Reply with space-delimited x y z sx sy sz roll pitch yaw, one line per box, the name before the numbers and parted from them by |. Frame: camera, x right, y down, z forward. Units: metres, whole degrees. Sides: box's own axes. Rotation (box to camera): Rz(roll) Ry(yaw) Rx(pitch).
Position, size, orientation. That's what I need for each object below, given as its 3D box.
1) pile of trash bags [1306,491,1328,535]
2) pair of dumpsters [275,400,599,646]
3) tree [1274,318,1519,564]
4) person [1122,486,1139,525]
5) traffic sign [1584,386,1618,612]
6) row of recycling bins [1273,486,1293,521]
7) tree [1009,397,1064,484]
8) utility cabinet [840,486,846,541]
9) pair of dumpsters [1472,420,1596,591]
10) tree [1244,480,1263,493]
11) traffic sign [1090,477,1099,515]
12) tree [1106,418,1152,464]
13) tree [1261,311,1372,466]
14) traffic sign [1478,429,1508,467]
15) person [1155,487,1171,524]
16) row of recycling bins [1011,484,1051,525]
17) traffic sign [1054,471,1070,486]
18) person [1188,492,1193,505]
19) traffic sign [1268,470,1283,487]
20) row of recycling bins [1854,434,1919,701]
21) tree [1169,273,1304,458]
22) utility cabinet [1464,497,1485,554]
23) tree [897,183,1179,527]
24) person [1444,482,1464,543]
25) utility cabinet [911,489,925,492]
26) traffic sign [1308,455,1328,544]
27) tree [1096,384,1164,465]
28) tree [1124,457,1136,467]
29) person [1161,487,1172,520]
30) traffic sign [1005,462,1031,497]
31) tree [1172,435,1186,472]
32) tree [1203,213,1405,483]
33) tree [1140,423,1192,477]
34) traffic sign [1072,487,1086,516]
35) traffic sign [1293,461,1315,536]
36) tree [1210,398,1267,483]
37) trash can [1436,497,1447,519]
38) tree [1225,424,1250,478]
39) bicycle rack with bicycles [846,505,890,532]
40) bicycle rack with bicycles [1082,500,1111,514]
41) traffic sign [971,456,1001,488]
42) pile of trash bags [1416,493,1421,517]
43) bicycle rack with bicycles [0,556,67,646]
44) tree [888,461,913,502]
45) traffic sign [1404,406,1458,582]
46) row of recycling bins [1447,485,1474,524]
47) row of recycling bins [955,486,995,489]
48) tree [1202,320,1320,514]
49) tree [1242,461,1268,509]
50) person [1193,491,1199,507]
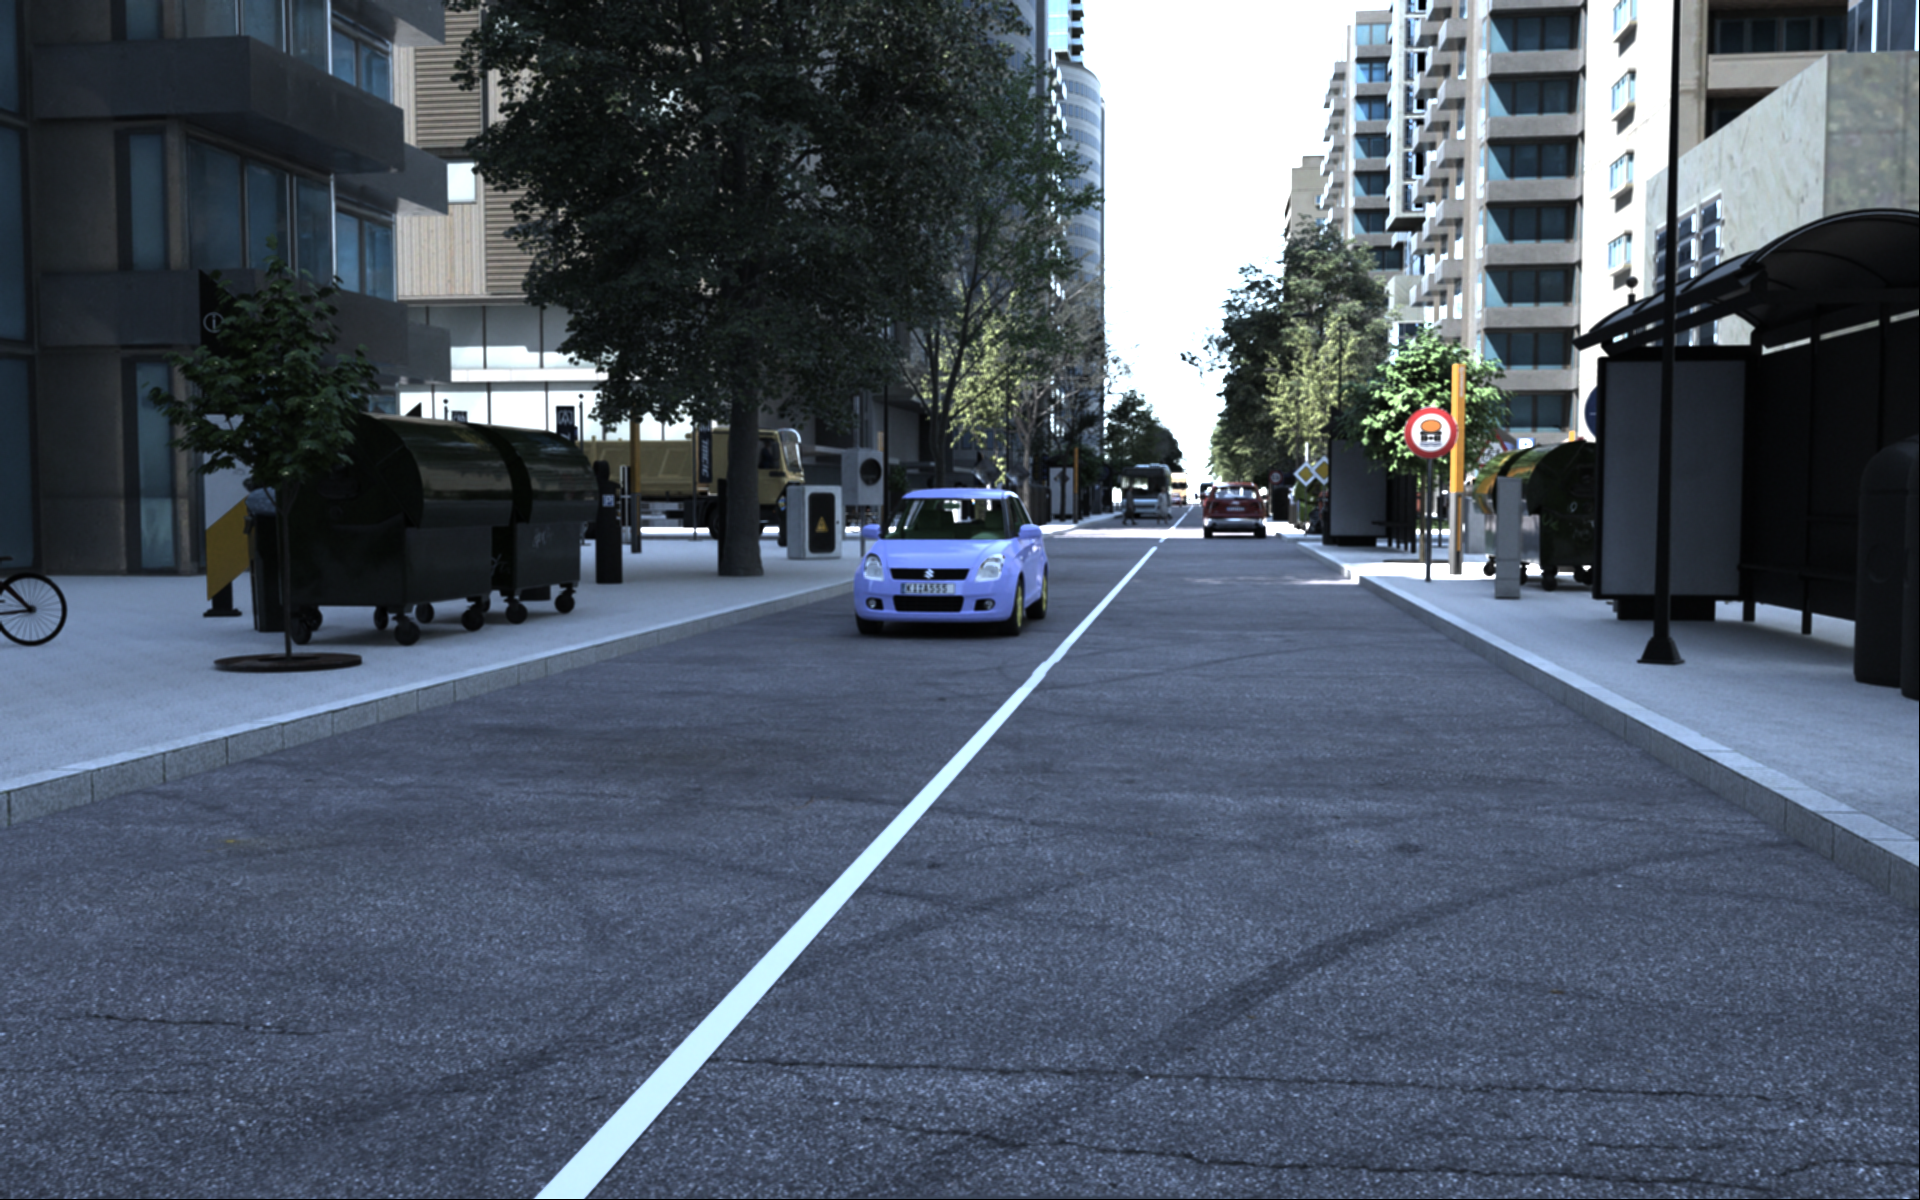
pile of trash bags | 11.830 -2.758 54.846 1.912 1.369 3.447 1 4 21
pair of dumpsters | -4.933 -0.865 16.633 1.574 2.255 4.437 0 4 8
tree | 8.723 -2.967 32.221 4.285 4.588 4.351 0 3 0
person | 7.920 -4.396 80.479 0.767 1.812 0.694 1 4 9
traffic sign | 7.151 -1.142 18.776 0.768 2.556 0.104 1 4 16
row of recycling bins | 16.427 -4.774 85.174 1.069 1.692 3.534 3 5 39
tree | 5.281 -10.548 122.819 4.360 8.622 3.978 0 3 0
utility cabinet | -3.710 -2.349 47.085 1.173 1.500 0.318 -1 4 -9
pair of dumpsters | 8.443 -1.357 24.678 1.574 2.255 4.437 0 4 8
tree | 23.143 -8.635 135.782 1.663 3.219 1.824 0 3 0
traffic sign | 8.047 -6.445 105.481 0.768 2.556 0.104 1 4 17
tree | 16.431 -13.290 167.649 4.737 8.622 4.395 0 3 0
tree | 14.188 -7.259 69.054 4.737 8.622 4.395 0 3 0
traffic sign | 10.642 -2.114 34.573 0.884 2.594 0.081 1 4 13
person | 9.699 -4.520 82.750 0.694 1.780 0.624 -1 4 -20
row of recycling bins | 2.878 -3.911 71.057 1.069 1.692 3.534 1 4 15
traffic sign | 5.033 -5.179 85.860 0.795 2.450 0.064 1 4 10
person | 30.135 -13.361 227.745 1.217 1.735 0.721 -1 4 -20
traffic sign | 16.873 -5.656 92.581 0.768 2.556 0.104 1 4 15
row of recycling bins | 6.319 -0.195 10.305 1.069 1.692 3.534 0 4 8
tree | 24.150 -18.020 150.511 12.611 20.169 13.585 0 3 0
utility cabinet | 11.349 -1.587 37.108 1.020 1.237 0.306 0 4 0
tree | 2.607 -9.646 68.079 12.009 13.543 11.850 0 3 0
person | 13.290 -2.303 46.488 0.599 1.781 0.374 1 4 17
utility cabinet | -1.683 -4.380 80.296 1.173 1.500 0.318 0 4 7
traffic sign | 9.338 -2.497 44.465 0.795 2.450 0.064 0 4 8
tree | 17.615 -15.916 178.358 7.486 12.596 7.792 0 3 0
tree | 12.467 -9.328 136.223 4.285 4.588 4.351 0 3 0
person | 11.463 -5.370 96.401 0.767 1.812 0.694 0 4 5
traffic sign | 1.797 -3.056 53.609 0.795 2.450 0.064 0 4 8
tree | 29.075 -19.393 251.490 8.767 10.594 7.601 2 4 33
tree | 16.031 -10.637 80.563 9.857 13.997 8.962 0 3 0
tree | 33.349 -22.456 284.170 9.611 12.733 9.660 0 3 0
traffic sign | 6.141 -6.453 99.379 2.265 3.308 0.079 1 4 15
traffic sign | 10.453 -2.980 52.373 0.795 2.450 0.064 0 4 8
tree | 29.104 -15.373 177.101 9.928 11.665 9.643 0 3 0
trash can | 25.292 -4.834 90.693 0.748 1.137 0.748 0 3 0
tree | 27.602 -13.268 167.289 4.360 8.622 3.978 0 3 0
bicycle rack with bicycles | -3.539 -2.771 58.685 2.925 0.926 2.852 1 4 22
bicycle rack with bicycles | 8.603 -6.188 114.549 2.925 0.926 2.852 -1 4 -19
traffic sign | 0.682 -2.572 45.702 0.795 2.450 0.064 0 4 8
pile of trash bags | 21.311 -4.475 82.920 1.912 1.369 3.447 -1 4 -10
bicycle rack with bicycles | -9.080 -0.016 13.638 2.925 0.926 2.852 0 4 4
tree | -3.152 -5.936 91.649 1.663 3.219 1.824 0 3 0
traffic sign | 6.843 -1.537 25.238 0.768 2.556 0.104 1 4 11
row of recycling bins | 22.087 -4.159 75.107 1.069 1.692 3.534 0 4 -7
row of recycling bins | 1.309 -4.957 88.163 3.534 1.692 1.069 0 4 4
tree | 20.311 -11.810 111.221 7.486 12.596 7.792 0 3 0
tree | 21.422 -8.374 120.622 4.285 4.588 4.351 0 3 0
person | 26.844 -11.541 197.069 0.709 1.838 0.599 0 4 6
